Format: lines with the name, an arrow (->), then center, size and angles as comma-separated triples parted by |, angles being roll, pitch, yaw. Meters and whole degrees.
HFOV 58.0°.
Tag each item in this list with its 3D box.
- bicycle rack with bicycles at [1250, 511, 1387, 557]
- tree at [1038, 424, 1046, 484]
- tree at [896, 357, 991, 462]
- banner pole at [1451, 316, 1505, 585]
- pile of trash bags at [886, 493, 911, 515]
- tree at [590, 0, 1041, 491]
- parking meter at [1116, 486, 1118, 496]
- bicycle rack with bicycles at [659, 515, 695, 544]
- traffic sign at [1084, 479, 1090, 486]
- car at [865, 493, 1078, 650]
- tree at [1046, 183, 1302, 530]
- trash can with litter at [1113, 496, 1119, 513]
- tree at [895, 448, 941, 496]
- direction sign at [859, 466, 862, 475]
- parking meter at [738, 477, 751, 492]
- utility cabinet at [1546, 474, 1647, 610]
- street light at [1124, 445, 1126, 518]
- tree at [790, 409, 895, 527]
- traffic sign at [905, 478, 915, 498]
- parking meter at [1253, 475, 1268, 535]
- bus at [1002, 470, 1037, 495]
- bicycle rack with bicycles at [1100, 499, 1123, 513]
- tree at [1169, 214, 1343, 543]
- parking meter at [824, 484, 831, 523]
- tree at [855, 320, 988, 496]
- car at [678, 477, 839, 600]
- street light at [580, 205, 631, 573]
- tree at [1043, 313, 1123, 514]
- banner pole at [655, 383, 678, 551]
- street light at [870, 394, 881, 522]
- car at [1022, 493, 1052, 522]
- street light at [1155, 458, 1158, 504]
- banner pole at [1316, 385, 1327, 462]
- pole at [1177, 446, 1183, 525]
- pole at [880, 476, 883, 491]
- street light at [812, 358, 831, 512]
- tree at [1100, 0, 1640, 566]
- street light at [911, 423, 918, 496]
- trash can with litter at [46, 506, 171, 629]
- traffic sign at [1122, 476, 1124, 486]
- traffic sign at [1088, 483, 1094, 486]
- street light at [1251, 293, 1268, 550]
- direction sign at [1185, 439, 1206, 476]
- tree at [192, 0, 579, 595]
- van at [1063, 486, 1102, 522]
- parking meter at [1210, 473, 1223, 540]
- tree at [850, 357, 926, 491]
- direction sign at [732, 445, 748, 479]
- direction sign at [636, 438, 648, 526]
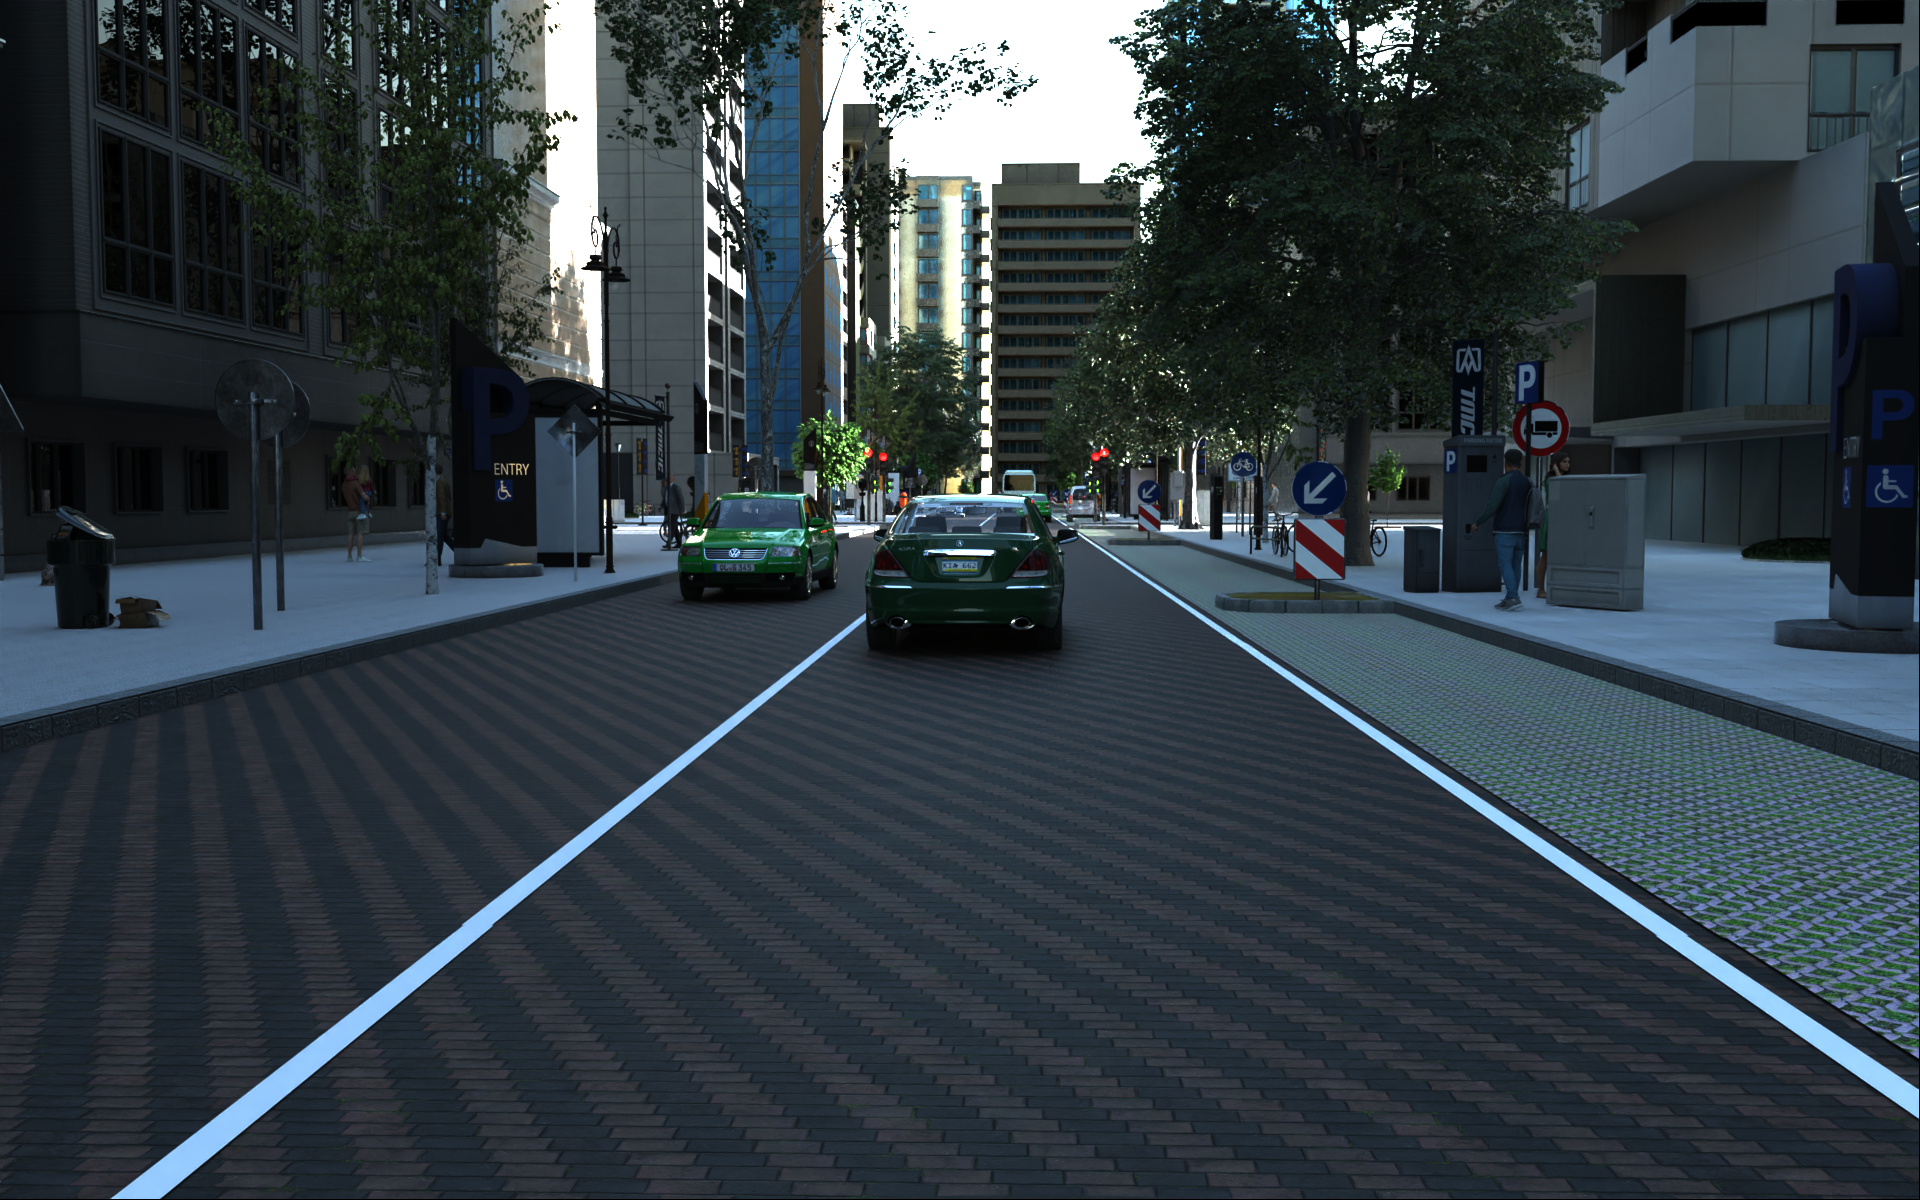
bicycle rack with bicycles -> 7.343, -1.410, 36.428 | 2.852, 0.926, 2.925 | -1, 4, -10
tree -> 9.404, -11.009, 97.012 | 9.611, 12.733, 9.660 | 0, 3, 0
tree -> -2.267, -14.942, 154.672 | 12.009, 13.543, 11.850 | 0, 3, 0
banner pole -> 7.358, -2.115, 24.603 | 0.863, 3.779, 0.401 | 3, 5, 39
pile of trash bags -> -3.721, -5.775, 104.177 | 1.912, 1.369, 3.447 | -1, 4, -15
tree -> -4.597, -11.817, 49.092 | 12.611, 20.169, 13.585 | 0, 3, 0
parking meter -> 11.484, -7.321, 125.404 | 0.255, 1.863, 0.399 | -1, 4, -18
bicycle rack with bicycles -> -6.265, -1.897, 44.393 | 2.925, 0.926, 2.852 | 0, 4, 2
traffic sign -> 9.970, -8.163, 133.567 | 0.768, 2.556, 0.104 | 1, 4, 10
car -> 0.129, -0.343, 17.409 | 2.131, 1.459, 4.920 | 0, 4, 3
tree -> 8.408, -8.911, 62.699 | 9.611, 12.733, 9.660 | 0, 3, 0
trash can with litter -> 10.923, -6.649, 120.090 | 0.624, 1.170, 1.055 | 1, 4, 8
tree -> -3.014, -8.416, 121.317 | 4.285, 4.588, 4.351 | 0, 3, 0
direction sign -> -5.655, -6.486, 98.047 | 0.379, 3.537, 0.876 | -1, 4, -12
parking meter -> -7.181, -3.183, 57.750 | 0.399, 1.863, 0.255 | -2, 4, -35
utility cabinet -> 7.104, -0.656, 19.403 | 0.318, 1.500, 1.173 | -2, 4, -24
street light -> 8.718, -7.251, 91.347 | 0.468, 5.910, 1.993 | 0, 4, 2
tree -> -5.071, -5.091, 66.946 | 4.285, 4.588, 4.351 | 0, 3, 0
traffic sign -> -3.137, -6.529, 108.879 | 0.606, 2.300, 0.079 | 0, 4, 7
parking meter -> 9.405, -2.963, 54.163 | 0.255, 1.863, 0.399 | -3, 5, -39
bus -> 4.791, -8.854, 139.619 | 2.948, 3.499, 13.247 | 0, 4, 2
bicycle rack with bicycles -> 10.742, -6.229, 115.228 | 2.852, 0.926, 2.925 | -3, 4, -37
tree -> 8.042, -5.780, 44.868 | 4.737, 8.622, 4.395 | 0, 3, 0
parking meter -> -5.535, -4.052, 71.966 | 0.255, 1.863, 0.399 | -3, 5, -45
tree -> -3.018, -13.535, 127.952 | 9.857, 13.997, 8.962 | 0, 3, 0
car -> -2.836, -0.987, 24.935 | 1.959, 1.807, 4.718 | 0, 4, 3
street light -> -5.702, -3.379, 28.028 | 0.468, 5.910, 1.993 | 0, 4, 2
tree -> 10.318, -12.331, 111.975 | 12.009, 13.543, 11.850 | 0, 3, 0
banner pole -> -6.654, -2.991, 38.919 | 0.401, 3.779, 0.863 | 1, 4, 18
street light -> -3.892, -6.565, 80.117 | 0.468, 5.910, 1.993 | 0, 4, 2
car -> 3.777, -4.909, 89.051 | 1.959, 1.807, 4.718 | 0, 4, 1
street light -> 7.976, -5.962, 70.265 | 0.468, 5.910, 1.993 | 0, 4, 2
banner pole -> 8.086, -2.985, 38.826 | 0.401, 3.779, 0.863 | 0, 4, -5
pole -> 8.967, -4.697, 70.647 | 0.158, 3.312, 0.155 | 0, 3, 0
pole -> -3.857, -5.599, 85.384 | 0.158, 3.312, 0.155 | 0, 3, 0
street light -> -4.690, -5.267, 58.903 | 0.468, 5.910, 1.993 | 0, 4, 2
tree -> 7.176, -7.594, 30.817 | 9.857, 13.997, 8.962 | 0, 3, 0
street light -> -2.866, -8.464, 111.176 | 0.468, 5.910, 1.993 | 0, 4, 2
trash can with litter -> -8.199, -0.325, 16.699 | 1.055, 1.170, 0.624 | 0, 4, -6
traffic sign -> 11.384, -7.283, 119.175 | 0.768, 2.556, 0.104 | 1, 4, 9
traffic sign -> 9.661, -7.658, 125.211 | 0.884, 2.594, 0.081 | 0, 4, 3
street light -> 6.865, -4.092, 39.700 | 0.468, 5.910, 1.993 | 0, 4, 2
direction sign -> 9.620, -4.826, 70.900 | 0.876, 3.537, 0.379 | 2, 4, 25
tree -> -6.999, -4.379, 21.954 | 4.737, 8.622, 4.395 | 0, 3, 0
van -> 6.337, -5.026, 89.181 | 2.013, 2.044, 4.112 | 0, 4, 2
parking meter -> 7.227, -2.636, 48.805 | 0.255, 1.863, 0.399 | -1, 4, -13
tree -> -4.175, -8.781, 93.925 | 4.737, 8.622, 4.395 | 0, 3, 0
direction sign -> -10.127, -5.369, 79.786 | 0.379, 3.537, 0.876 | 3, 5, 42
direction sign -> -12.907, -4.794, 70.371 | 0.379, 3.537, 0.876 | 1, 4, 17
